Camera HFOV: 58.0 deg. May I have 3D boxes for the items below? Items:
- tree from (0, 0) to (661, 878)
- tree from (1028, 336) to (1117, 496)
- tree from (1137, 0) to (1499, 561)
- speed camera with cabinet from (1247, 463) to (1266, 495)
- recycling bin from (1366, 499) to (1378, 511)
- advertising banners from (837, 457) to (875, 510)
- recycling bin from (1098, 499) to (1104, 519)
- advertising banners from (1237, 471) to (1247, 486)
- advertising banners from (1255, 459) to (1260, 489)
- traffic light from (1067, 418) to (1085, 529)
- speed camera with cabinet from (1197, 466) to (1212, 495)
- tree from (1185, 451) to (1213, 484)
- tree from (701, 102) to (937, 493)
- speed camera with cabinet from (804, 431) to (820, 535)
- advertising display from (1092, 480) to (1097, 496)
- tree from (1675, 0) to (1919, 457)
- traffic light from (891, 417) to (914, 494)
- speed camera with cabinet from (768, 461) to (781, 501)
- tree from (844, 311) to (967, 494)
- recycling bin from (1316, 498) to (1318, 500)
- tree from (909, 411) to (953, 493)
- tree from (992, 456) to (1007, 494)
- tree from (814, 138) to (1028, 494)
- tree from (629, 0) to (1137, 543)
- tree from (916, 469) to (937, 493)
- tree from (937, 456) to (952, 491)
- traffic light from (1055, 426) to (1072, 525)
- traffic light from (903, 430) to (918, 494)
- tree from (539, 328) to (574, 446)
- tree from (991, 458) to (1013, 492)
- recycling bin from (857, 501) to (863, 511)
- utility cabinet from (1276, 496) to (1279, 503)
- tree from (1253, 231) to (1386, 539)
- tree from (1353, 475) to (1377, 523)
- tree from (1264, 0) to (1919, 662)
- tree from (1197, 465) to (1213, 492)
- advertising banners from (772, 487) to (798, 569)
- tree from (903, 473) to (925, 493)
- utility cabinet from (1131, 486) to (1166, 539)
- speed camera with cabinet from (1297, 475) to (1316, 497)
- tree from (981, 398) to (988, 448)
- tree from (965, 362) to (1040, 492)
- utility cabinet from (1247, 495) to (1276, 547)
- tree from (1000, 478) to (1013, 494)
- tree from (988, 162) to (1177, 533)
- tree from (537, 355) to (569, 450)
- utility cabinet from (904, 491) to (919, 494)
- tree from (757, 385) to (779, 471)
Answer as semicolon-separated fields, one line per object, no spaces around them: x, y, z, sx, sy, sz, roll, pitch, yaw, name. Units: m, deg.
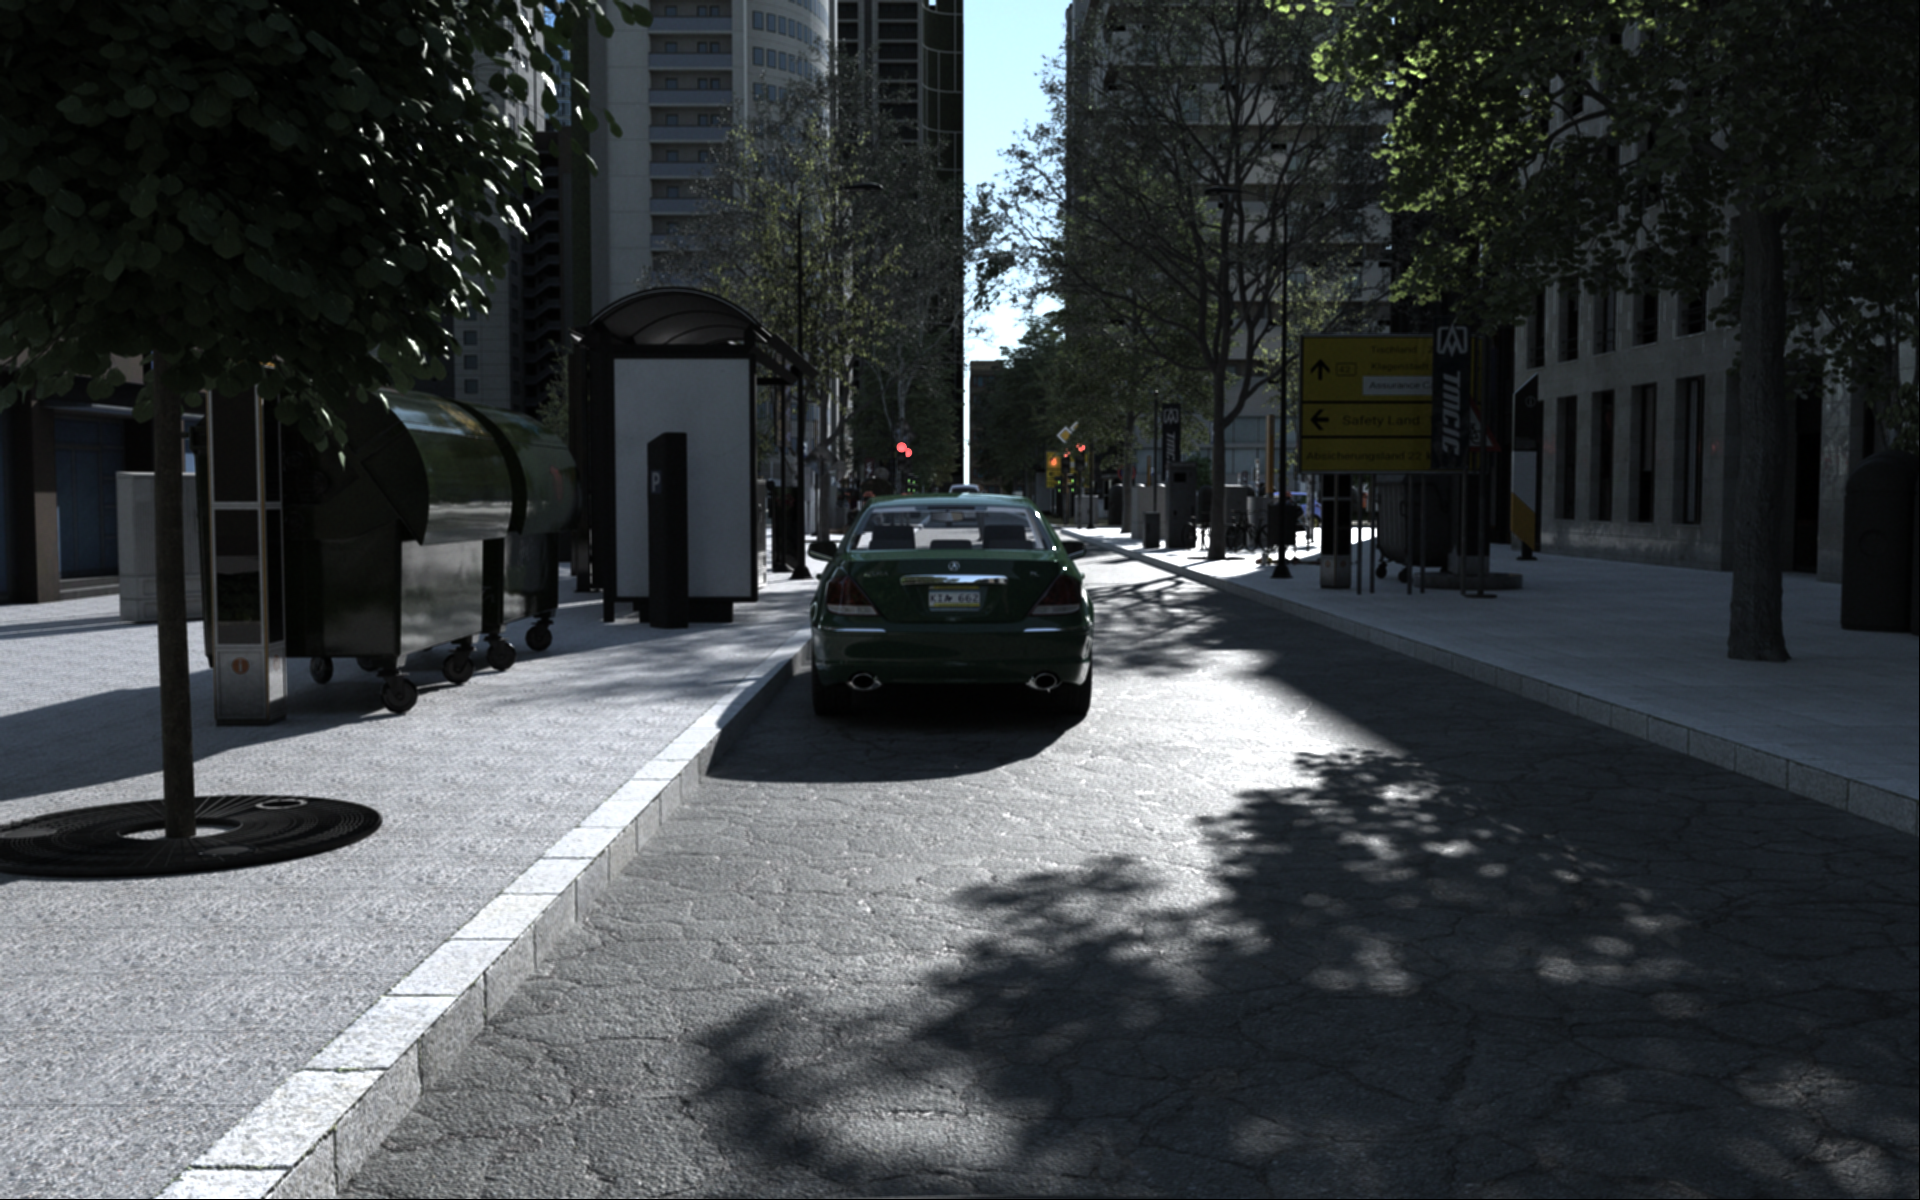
-2.842;-1.387;6.384;4.285;4.588;4.351;0;3;0;tree
5.271;-7.739;76.891;4.737;8.622;4.395;0;3;0;tree
5.148;-7.531;33.503;12.009;13.543;11.850;0;3;0;tree
18.955;-7.157;111.355;2.038;3.252;0.660;3;4;38;speed camera with cabinet
23.205;-5.177;97.203;0.722;1.027;0.722;0;4;5;recycling bin
-5.057;-5.300;82.839;2.074;3.025;0.090;1;4;13;advertising banners
7.313;-4.712;89.599;0.722;1.027;0.722;2;4;31;recycling bin
21.220;-8.338;132.516;0.090;3.025;2.074;-3;4;-37;advertising banners
15.155;-5.522;86.472;0.090;3.025;2.074;2;4;35;advertising banners
4.359;-4.552;63.352;0.839;4.253;0.868;0;4;0;traffic light
17.256;-7.932;124.021;2.038;3.252;0.660;3;4;37;speed camera with cabinet
17.808;-8.902;129.269;4.285;4.588;4.351;0;3;0;tree
-3.122;-5.084;33.487;4.360;8.622;3.978;0;3;0;tree
-4.851;-3.718;55.121;0.660;3.252;2.038;0;4;5;speed camera with cabinet
6.190;-4.594;80.319;0.123;1.923;0.974;0;4;-7;advertising display
10.542;-4.252;19.880;4.737;8.622;4.395;0;3;0;tree
-2.102;-4.550;63.310;0.839;4.253;0.868;0;4;0;traffic light
-10.800;-6.698;103.854;0.660;3.252;2.038;-2;4;-32;speed camera with cabinet
-3.346;-11.447;105.281;7.486;12.596;7.792;0;3;0;tree
22.674;-6.049;111.454;0.722;1.027;0.722;2;4;26;recycling bin
-2.972;-11.991;146.408;4.737;8.622;4.395;0;3;0;tree
4.654;-14.258;183.487;4.737;8.622;4.395;0;3;0;tree
-2.421;-14.333;90.231;12.611;20.169;13.585;0;3;0;tree
-3.513;-8.280;45.754;12.009;13.543;11.850;0;3;0;tree
-3.755;-10.977;163.190;4.285;4.588;4.351;0;3;0;tree
-3.140;-15.991;211.820;4.360;8.622;3.978;0;3;0;tree
4.326;-5.041;71.337;0.839;4.253;0.868;0;4;0;traffic light
-2.135;-5.038;71.295;0.839;4.253;0.868;0;4;0;traffic light
-16.302;-7.710;76.420;4.737;8.622;4.395;0;3;0;tree
5.067;-15.483;203.511;4.360;8.622;3.978;0;3;0;tree
-3.325;-3.140;63.886;0.722;1.027;0.722;-2;4;-29;recycling bin
9.620;-2.619;53.979;0.306;1.237;1.020;3;5;42;utility cabinet
10.043;-6.039;49.107;4.360;8.622;3.978;0;3;0;tree
18.024;-5.642;75.960;4.285;4.588;4.351;0;3;0;tree
5.798;-5.805;13.034;7.486;12.596;7.792;0;3;0;tree
16.601;-7.517;117.497;1.663;3.219;1.824;0;3;0;tree
-3.709;-2.037;29.500;2.074;3.025;0.090;-1;4;-11;advertising banners
-3.239;-7.770;121.641;1.663;3.219;1.824;0;3;0;tree
5.382;-2.475;49.138;1.173;1.500;0.318;-3;4;-37;utility cabinet
25.925;-8.291;129.886;0.660;3.252;2.038;-1;4;-23;speed camera with cabinet
5.301;-11.741;110.086;7.486;12.596;7.792;0;3;0;tree
5.347;-15.805;165.060;9.857;13.997;8.962;0;3;0;tree
7.312;-1.906;42.324;0.306;1.237;1.020;-1;4;-12;utility cabinet
5.196;-11.137;176.698;1.663;3.219;1.824;0;3;0;tree
5.875;-8.497;57.055;7.486;12.596;7.792;0;3;0;tree
-20.015;-8.598;90.947;4.360;8.622;3.978;0;3;0;tree
-3.530;-7.063;124.161;1.173;1.500;0.318;0;4;1;utility cabinet
-13.289;-9.834;111.143;4.737;8.622;4.395;0;3;0;tree
